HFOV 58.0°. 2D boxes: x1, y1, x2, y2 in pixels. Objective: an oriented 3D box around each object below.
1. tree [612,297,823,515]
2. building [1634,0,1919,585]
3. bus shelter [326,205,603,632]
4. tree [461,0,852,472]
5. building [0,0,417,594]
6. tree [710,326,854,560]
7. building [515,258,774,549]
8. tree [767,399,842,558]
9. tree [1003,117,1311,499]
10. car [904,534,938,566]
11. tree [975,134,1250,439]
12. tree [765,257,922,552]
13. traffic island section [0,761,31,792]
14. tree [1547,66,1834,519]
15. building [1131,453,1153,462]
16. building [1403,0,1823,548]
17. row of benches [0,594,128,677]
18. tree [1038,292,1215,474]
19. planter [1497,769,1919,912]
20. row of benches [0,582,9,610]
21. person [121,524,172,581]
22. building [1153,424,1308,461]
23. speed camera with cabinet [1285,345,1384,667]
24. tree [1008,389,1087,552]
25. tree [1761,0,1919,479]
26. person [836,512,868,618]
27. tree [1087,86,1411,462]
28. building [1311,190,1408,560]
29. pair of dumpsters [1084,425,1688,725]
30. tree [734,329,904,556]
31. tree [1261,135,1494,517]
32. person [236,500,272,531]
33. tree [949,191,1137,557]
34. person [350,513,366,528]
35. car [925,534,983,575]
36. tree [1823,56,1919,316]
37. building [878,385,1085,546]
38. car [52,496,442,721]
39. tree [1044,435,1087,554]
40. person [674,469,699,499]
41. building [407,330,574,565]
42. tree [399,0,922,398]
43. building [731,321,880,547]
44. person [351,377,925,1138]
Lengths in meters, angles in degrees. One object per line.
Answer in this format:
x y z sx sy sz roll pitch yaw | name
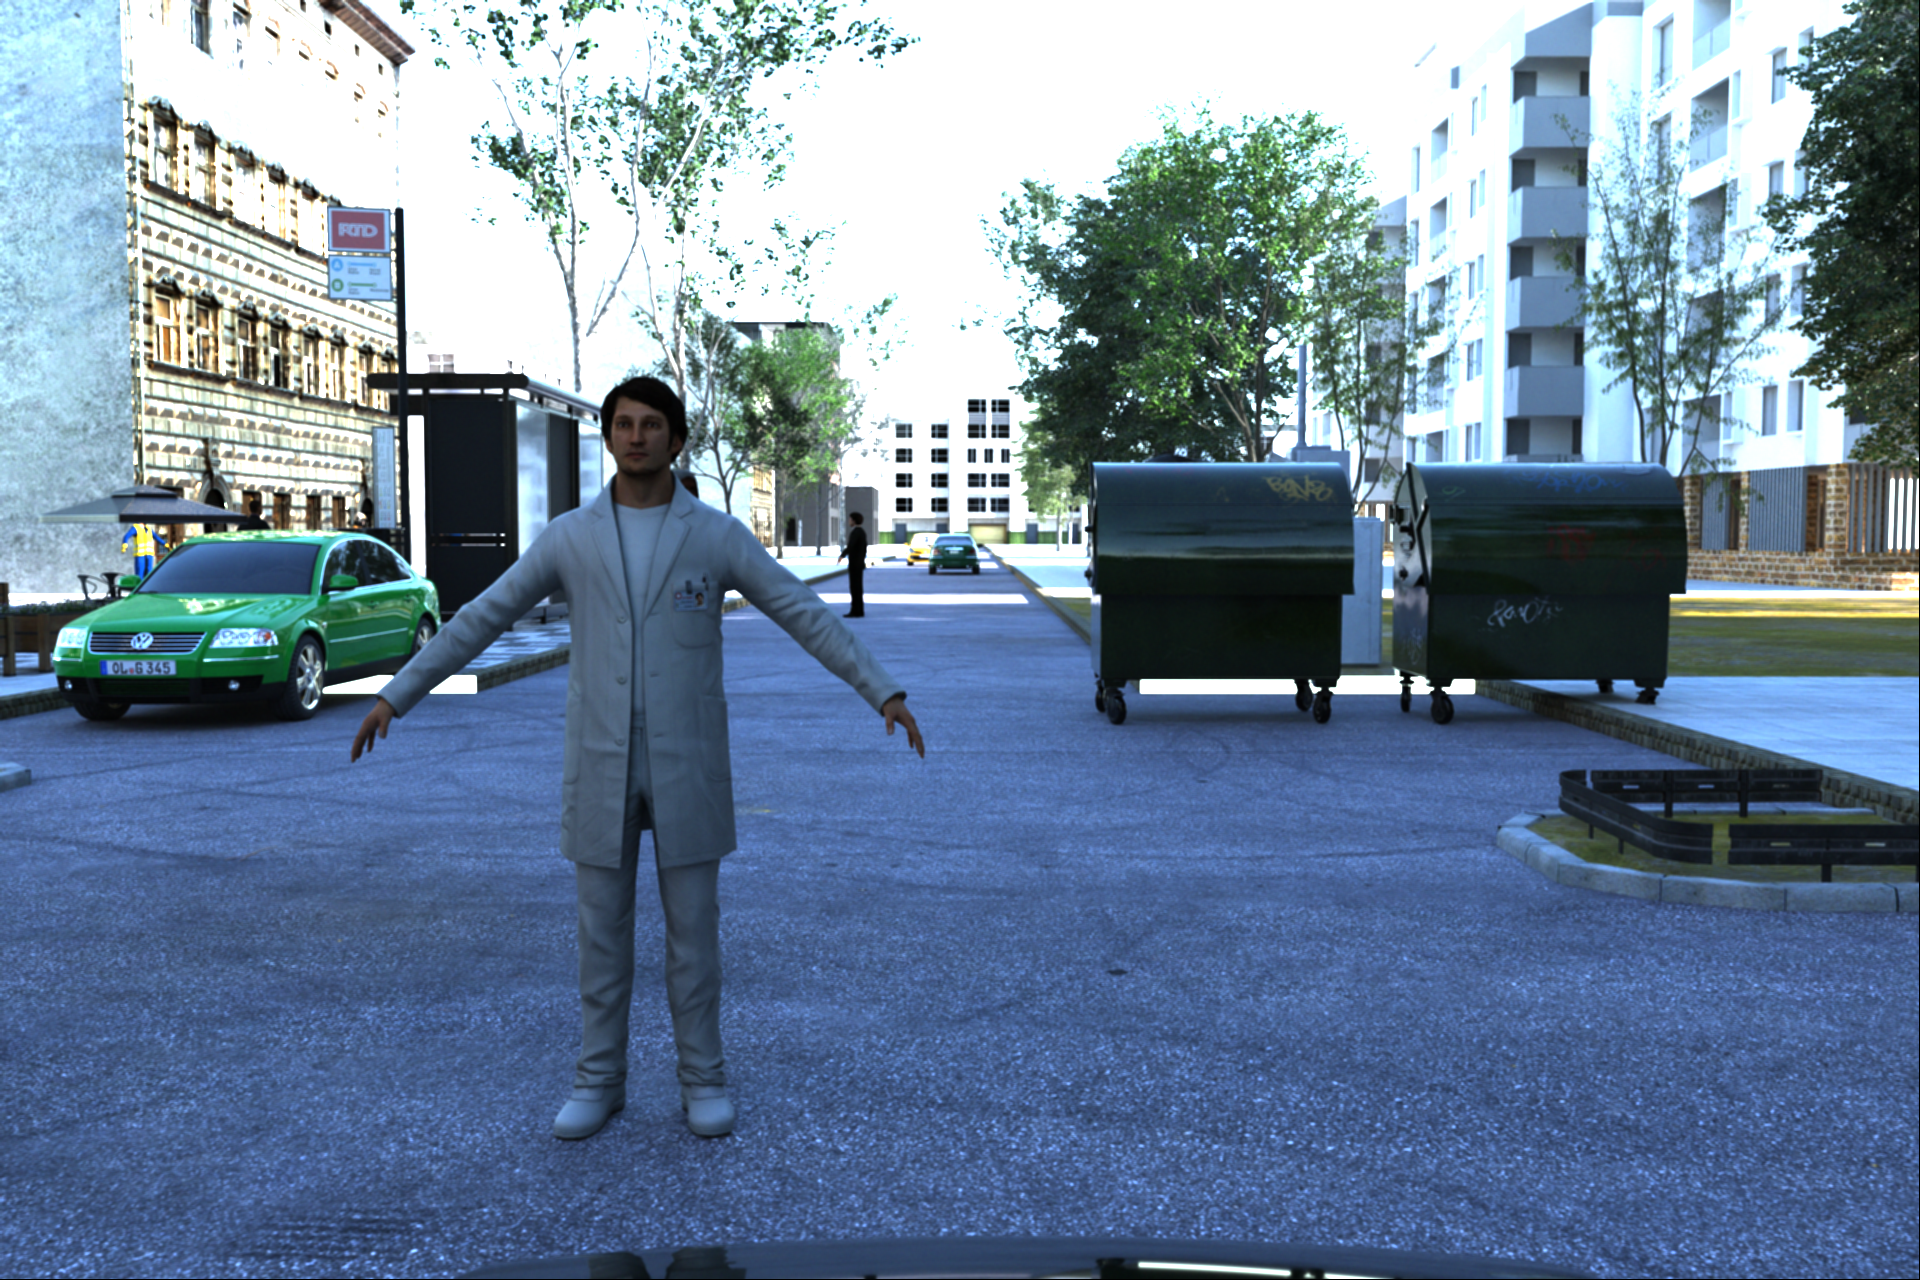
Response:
-9.150 -8.189 68.297 8.767 10.594 7.601 -3 5 -41 | tree
25.558 -11.875 50.573 16.016 20.090 11.380 0 3 0 | building
-6.665 -2.834 23.976 2.179 5.291 8.768 0 4 0 | bus shelter
-9.784 -12.196 55.286 12.611 20.169 13.585 0 3 0 | tree
-26.629 -13.100 45.109 19.493 23.208 18.063 0 3 0 | building
-8.841 -9.802 86.014 9.928 11.665 9.643 0 3 0 | tree
-25.986 -19.305 146.559 19.493 23.208 18.063 0 4 -1 | building
-8.781 -8.759 93.578 4.360 8.622 3.978 0 3 0 | tree
6.203 -8.988 53.612 9.857 13.997 8.962 0 3 0 | tree
-1.517 -4.183 78.616 2.015 1.641 3.980 0 4 0 | car
7.911 -13.742 80.571 12.611 20.169 13.585 0 3 0 | tree
-9.740 -16.218 121.054 12.611 20.169 13.585 0 3 0 | tree
-6.311 0.822 9.432 1.991 0.108 1.994 0 4 0 | traffic island section
11.273 -4.756 28.129 4.360 8.622 3.978 0 3 0 | tree
21.899 -14.432 178.113 9.099 9.664 28.070 0 3 0 | building
22.628 -12.861 66.705 16.016 20.090 11.380 0 4 0 | building
-8.664 -0.062 16.481 1.422 0.672 4.104 1 4 12 | row of benches
6.495 -8.106 66.945 7.601 10.594 8.767 -1 4 -22 | tree
3.454 0.831 7.558 1.991 0.319 1.994 0 4 1 | planter
-15.416 -0.554 24.521 1.422 0.672 4.104 1 4 18 | row of benches
-15.516 -1.624 33.016 0.721 1.772 1.216 1 4 19 | person
22.032 -12.456 145.804 9.099 9.664 28.070 0 4 1 | building
3.773 -1.419 17.529 0.660 3.252 2.038 0 4 0 | speed camera with cabinet
7.108 -12.373 120.432 7.486 12.596 7.792 0 3 0 | tree
18.589 -7.490 29.115 9.857 13.997 8.962 0 3 0 | tree
-1.818 -1.298 29.865 0.705 1.806 1.347 1 4 15 | person
6.856 -7.000 40.212 9.928 11.665 9.643 0 3 0 | tree
24.905 -14.690 96.599 16.016 20.090 11.380 0 3 0 | building
3.184 -0.522 13.486 4.436 2.255 1.574 0 4 1 | pair of dumpsters
-8.305 -11.784 103.044 12.009 13.543 11.850 0 3 0 | tree
7.419 -5.039 32.756 4.360 8.622 3.978 0 3 0 | tree
-10.810 -1.251 26.679 1.346 1.802 0.704 2 4 25 | person
6.252 -14.699 96.211 12.611 20.169 13.585 0 3 0 | tree
-16.169 -2.506 46.737 0.705 1.858 1.354 0 4 -2 | person
-0.206 -3.119 62.786 2.131 1.459 4.920 0 4 0 | car
12.931 -5.117 18.082 7.601 10.594 8.767 0 4 5 | tree
-1.305 -21.048 213.046 31.486 18.905 16.747 0 4 -3 | building
-5.858 -0.362 14.719 1.959 1.807 4.718 0 4 1 | car
6.766 -9.720 109.278 4.360 8.622 3.978 0 3 0 | tree
-1.632 -0.102 10.246 1.348 1.813 0.705 -2 4 -35 | person
-23.548 -8.764 85.439 9.099 9.664 28.070 0 4 1 | building
-7.116 -11.148 38.161 12.611 20.169 13.585 0 3 0 | tree
-23.171 -20.709 182.562 27.936 21.610 32.646 0 3 0 | building
-0.762 0.272 4.191 1.347 1.806 0.705 0 4 -3 | person
